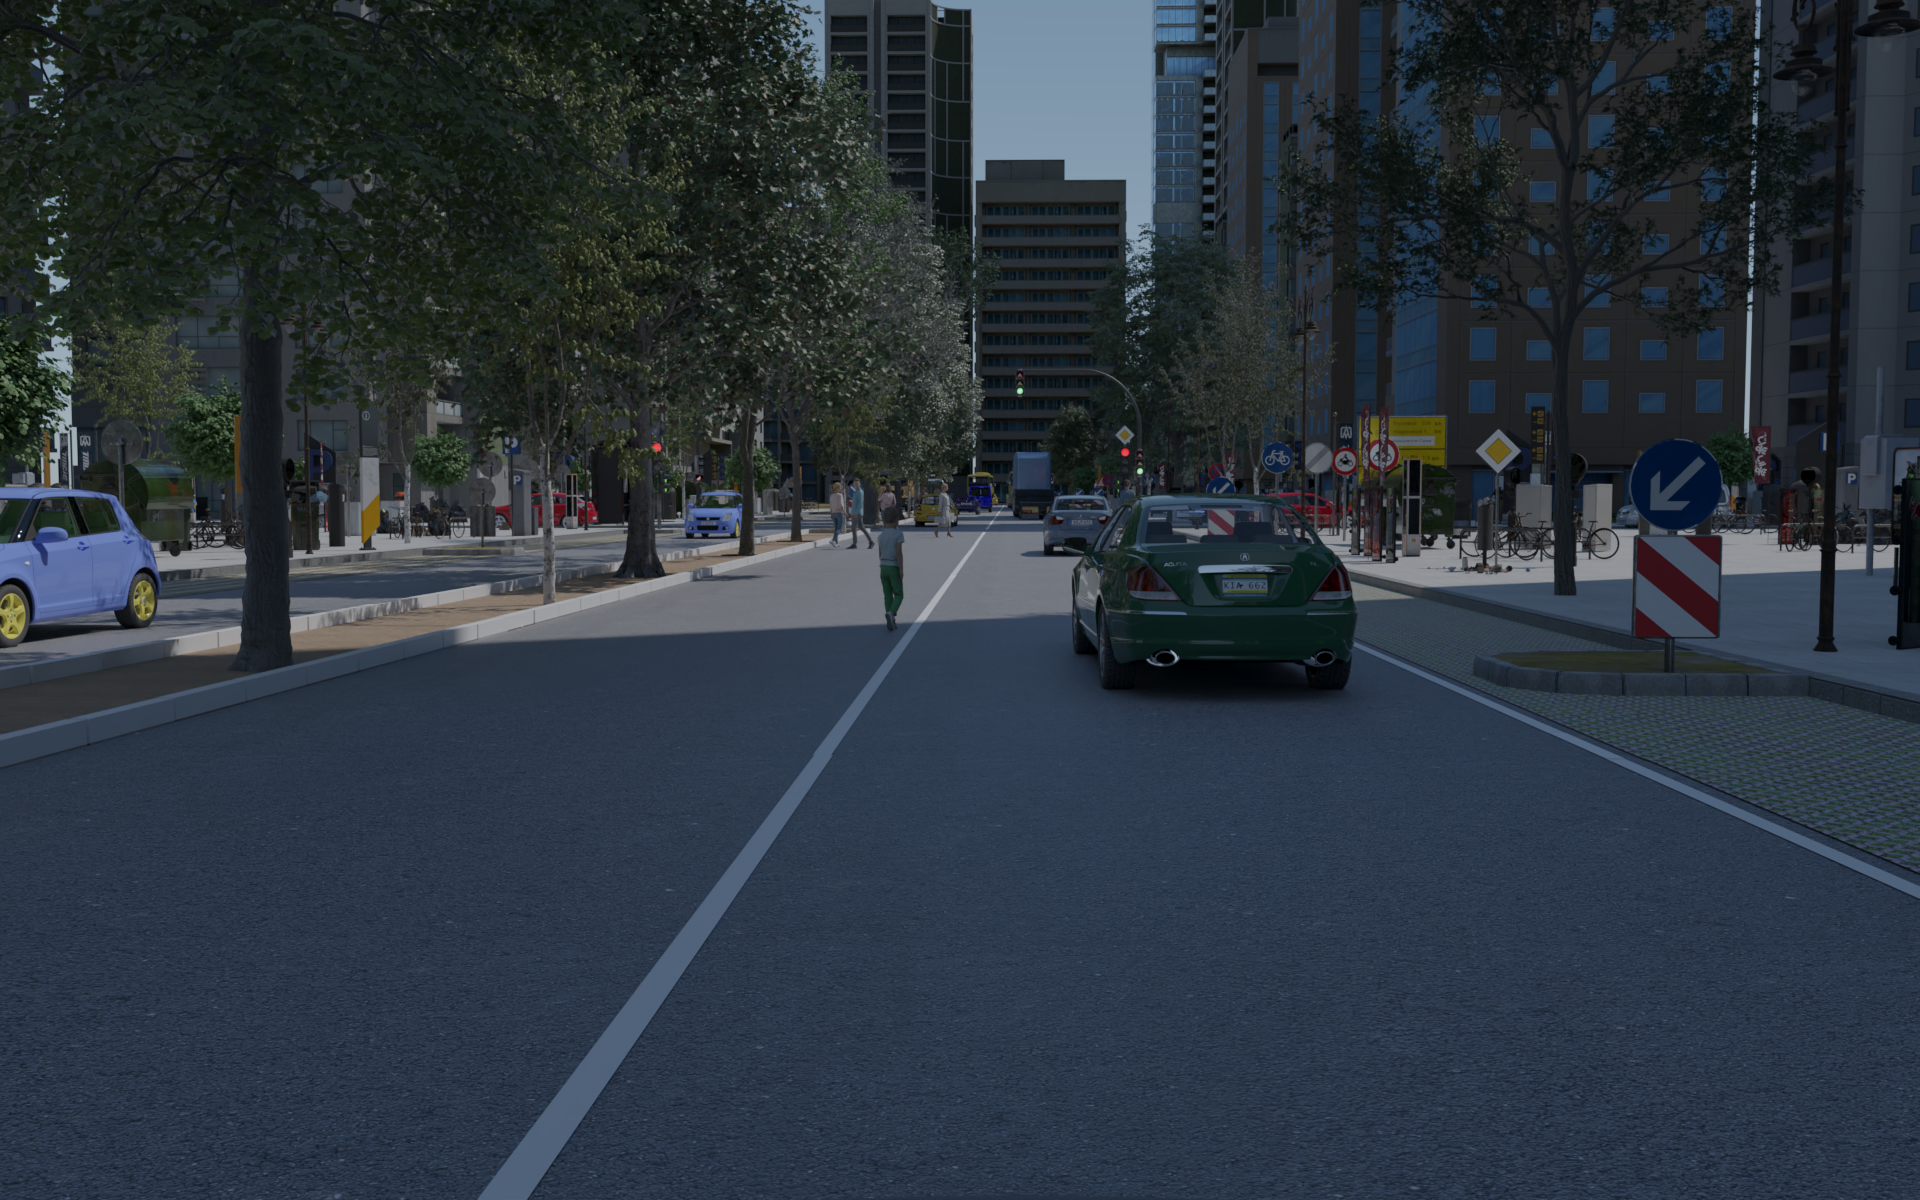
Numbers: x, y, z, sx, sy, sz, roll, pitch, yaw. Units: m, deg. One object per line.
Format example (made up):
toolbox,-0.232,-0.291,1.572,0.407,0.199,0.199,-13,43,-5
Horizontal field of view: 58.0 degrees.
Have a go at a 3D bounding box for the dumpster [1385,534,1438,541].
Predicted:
dumpster,12.566,-2.813,48.481,1.502,2.255,1.985,0,4,2

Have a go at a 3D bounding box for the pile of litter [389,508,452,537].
pile of litter,-16.245,-2.375,52.790,1.176,0.858,1.719,3,5,45

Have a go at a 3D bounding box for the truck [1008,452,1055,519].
truck,4.628,-7.084,105.587,2.967,4.110,18.799,0,4,0

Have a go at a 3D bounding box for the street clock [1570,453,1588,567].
street clock,10.822,-1.594,30.633,0.471,2.002,0.358,2,4,28

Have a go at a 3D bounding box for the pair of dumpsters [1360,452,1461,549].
pair of dumpsters,10.976,-2.438,42.356,1.574,2.255,4.437,0,4,2

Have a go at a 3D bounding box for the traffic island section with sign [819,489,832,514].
traffic island section with sign,-8.920,-7.009,123.223,1.989,1.847,2.006,0,4,2

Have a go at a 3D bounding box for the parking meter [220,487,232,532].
parking meter,-24.791,-3.063,58.490,0.372,1.533,0.369,0,3,0

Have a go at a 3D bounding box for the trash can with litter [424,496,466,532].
trash can with litter,-18.215,-2.980,59.786,1.678,1.210,2.233,-3,5,-42

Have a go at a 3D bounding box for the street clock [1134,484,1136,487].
street clock,12.767,-7.389,125.386,0.471,2.002,0.358,0,4,-1

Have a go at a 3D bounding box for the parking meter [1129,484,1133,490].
parking meter,9.813,-5.783,100.271,0.399,1.863,0.255,3,5,39

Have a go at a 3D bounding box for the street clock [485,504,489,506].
street clock,-24.139,-5.127,88.391,0.358,2.002,0.471,3,5,44

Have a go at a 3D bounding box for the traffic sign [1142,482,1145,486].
traffic sign,13.088,-7.409,121.244,0.768,2.556,0.104,0,4,2

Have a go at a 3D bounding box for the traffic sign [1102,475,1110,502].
traffic sign,9.923,-7.113,116.398,0.768,2.556,0.104,1,4,10

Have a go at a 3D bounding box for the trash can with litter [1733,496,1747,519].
trash can with litter,40.155,-4.755,89.138,0.624,1.170,1.055,2,4,29

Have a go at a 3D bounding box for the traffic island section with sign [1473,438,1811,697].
traffic island section with sign,5.025,-0.276,13.141,1.989,1.847,2.006,0,4,2

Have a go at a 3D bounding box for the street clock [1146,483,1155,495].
street clock,10.946,-5.798,99.369,0.471,2.002,0.358,2,4,35

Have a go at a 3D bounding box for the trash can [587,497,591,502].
trash can,-20.332,-4.953,92.636,0.748,1.137,0.748,0,3,0

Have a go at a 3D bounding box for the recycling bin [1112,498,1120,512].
recycling bin,10.058,-5.884,108.764,0.722,1.027,0.722,-3,4,-36

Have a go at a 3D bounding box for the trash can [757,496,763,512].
trash can,-13.969,-6.761,122.202,0.748,1.137,0.748,0,3,0

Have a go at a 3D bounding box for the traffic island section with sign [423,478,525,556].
traffic island section with sign,-11.413,-1.977,40.946,1.989,1.847,2.006,0,4,2

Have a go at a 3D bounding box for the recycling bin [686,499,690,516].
recycling bin,-17.575,-6.189,113.745,0.722,1.027,0.722,-1,4,-11

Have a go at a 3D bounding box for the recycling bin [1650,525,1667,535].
recycling bin,20.499,-2.319,50.462,0.722,1.027,0.722,1,4,22

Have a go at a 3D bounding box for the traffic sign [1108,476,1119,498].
traffic sign,10.196,-6.994,114.461,0.768,2.556,0.104,1,4,11

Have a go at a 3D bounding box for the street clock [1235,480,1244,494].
street clock,14.682,-5.302,91.263,0.471,2.002,0.358,2,4,34

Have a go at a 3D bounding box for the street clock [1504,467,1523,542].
street clock,14.889,-2.574,46.659,0.471,2.002,0.358,-2,4,-28

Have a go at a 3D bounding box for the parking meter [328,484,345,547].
parking meter,-15.186,-2.066,42.190,0.372,1.533,0.369,0,3,0

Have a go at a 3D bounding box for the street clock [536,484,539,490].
street clock,-26.639,-6.382,108.908,0.358,2.002,0.471,0,4,4

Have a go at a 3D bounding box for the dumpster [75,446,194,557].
dumpster,-16.493,-1.965,34.616,1.502,2.255,1.985,0,4,2

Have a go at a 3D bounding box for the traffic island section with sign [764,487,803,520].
traffic island section with sign,-9.750,-5.355,96.179,1.989,1.847,2.006,0,4,2

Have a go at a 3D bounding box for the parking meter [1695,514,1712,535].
parking meter,18.629,-2.139,43.378,0.372,1.533,0.369,0,3,0

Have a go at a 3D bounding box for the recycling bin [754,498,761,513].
recycling bin,-13.633,-6.256,114.845,0.722,1.027,0.722,1,4,15

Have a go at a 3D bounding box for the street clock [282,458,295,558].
street clock,-13.502,-1.841,34.676,0.358,2.002,0.471,0,4,2

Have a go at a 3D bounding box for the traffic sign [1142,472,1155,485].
traffic sign,10.714,-6.022,98.561,0.768,2.556,0.104,1,4,9

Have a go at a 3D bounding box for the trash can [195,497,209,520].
trash can,-37.253,-4.487,85.023,0.748,1.137,0.748,0,3,0

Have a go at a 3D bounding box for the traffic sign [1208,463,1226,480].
traffic sign,10.632,-4.370,71.550,0.768,2.556,0.104,0,4,5

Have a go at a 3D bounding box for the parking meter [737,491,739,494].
parking meter,-17.757,-7.896,137.515,0.372,1.533,0.369,0,3,0

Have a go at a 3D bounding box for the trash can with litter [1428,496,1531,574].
trash can with litter,8.568,-1.076,28.654,1.678,1.210,2.233,1,4,18

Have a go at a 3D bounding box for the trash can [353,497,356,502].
trash can,-28.069,-4.141,79.366,0.748,1.137,0.748,0,3,0

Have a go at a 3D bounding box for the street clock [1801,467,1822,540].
street clock,22.699,-2.549,46.242,0.358,2.002,0.471,-2,4,-25

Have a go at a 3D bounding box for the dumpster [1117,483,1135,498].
dumpster,12.023,-7.427,123.926,1.502,2.255,1.985,0,4,2

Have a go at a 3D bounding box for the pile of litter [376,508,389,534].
pile of litter,-18.650,-2.582,56.186,1.719,0.858,1.176,2,4,25

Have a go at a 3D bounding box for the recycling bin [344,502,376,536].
recycling bin,-18.492,-2.493,53.318,0.722,1.027,0.722,2,4,32

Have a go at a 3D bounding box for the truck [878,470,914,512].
truck,-5.132,-8.812,140.003,3.469,3.379,9.791,0,4,1

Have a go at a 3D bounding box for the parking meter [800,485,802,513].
parking meter,-10.944,-6.832,117.410,0.399,1.863,0.255,0,4,6

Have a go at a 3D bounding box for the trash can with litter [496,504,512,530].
trash can with litter,-15.951,-3.080,61.751,1.055,1.170,0.624,-3,5,-42

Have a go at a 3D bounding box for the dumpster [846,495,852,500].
dumpster,-8.764,-7.800,135.751,1.865,1.857,1.264,0,4,3

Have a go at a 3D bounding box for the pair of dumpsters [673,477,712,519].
pair of dumpsters,-14.332,-5.504,92.489,1.574,2.255,4.437,0,4,2

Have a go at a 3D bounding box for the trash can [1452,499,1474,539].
trash can,14.399,-2.337,49.859,0.748,1.137,0.748,0,3,0

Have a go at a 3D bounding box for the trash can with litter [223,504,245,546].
trash can with litter,-17.953,-1.963,43.490,0.624,1.170,1.055,1,4,18

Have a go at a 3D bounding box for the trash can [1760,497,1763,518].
trash can,35.040,-3.874,74.994,0.748,1.137,0.748,0,3,0

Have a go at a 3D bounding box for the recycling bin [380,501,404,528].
recycling bin,-20.793,-3.116,63.505,0.722,1.027,0.722,0,4,-4

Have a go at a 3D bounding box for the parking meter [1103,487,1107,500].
parking meter,10.276,-7.188,123.235,0.399,1.863,0.255,-2,4,-27

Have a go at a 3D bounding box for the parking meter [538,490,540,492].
parking meter,-23.568,-5.389,96.519,0.372,1.533,0.369,0,3,0
